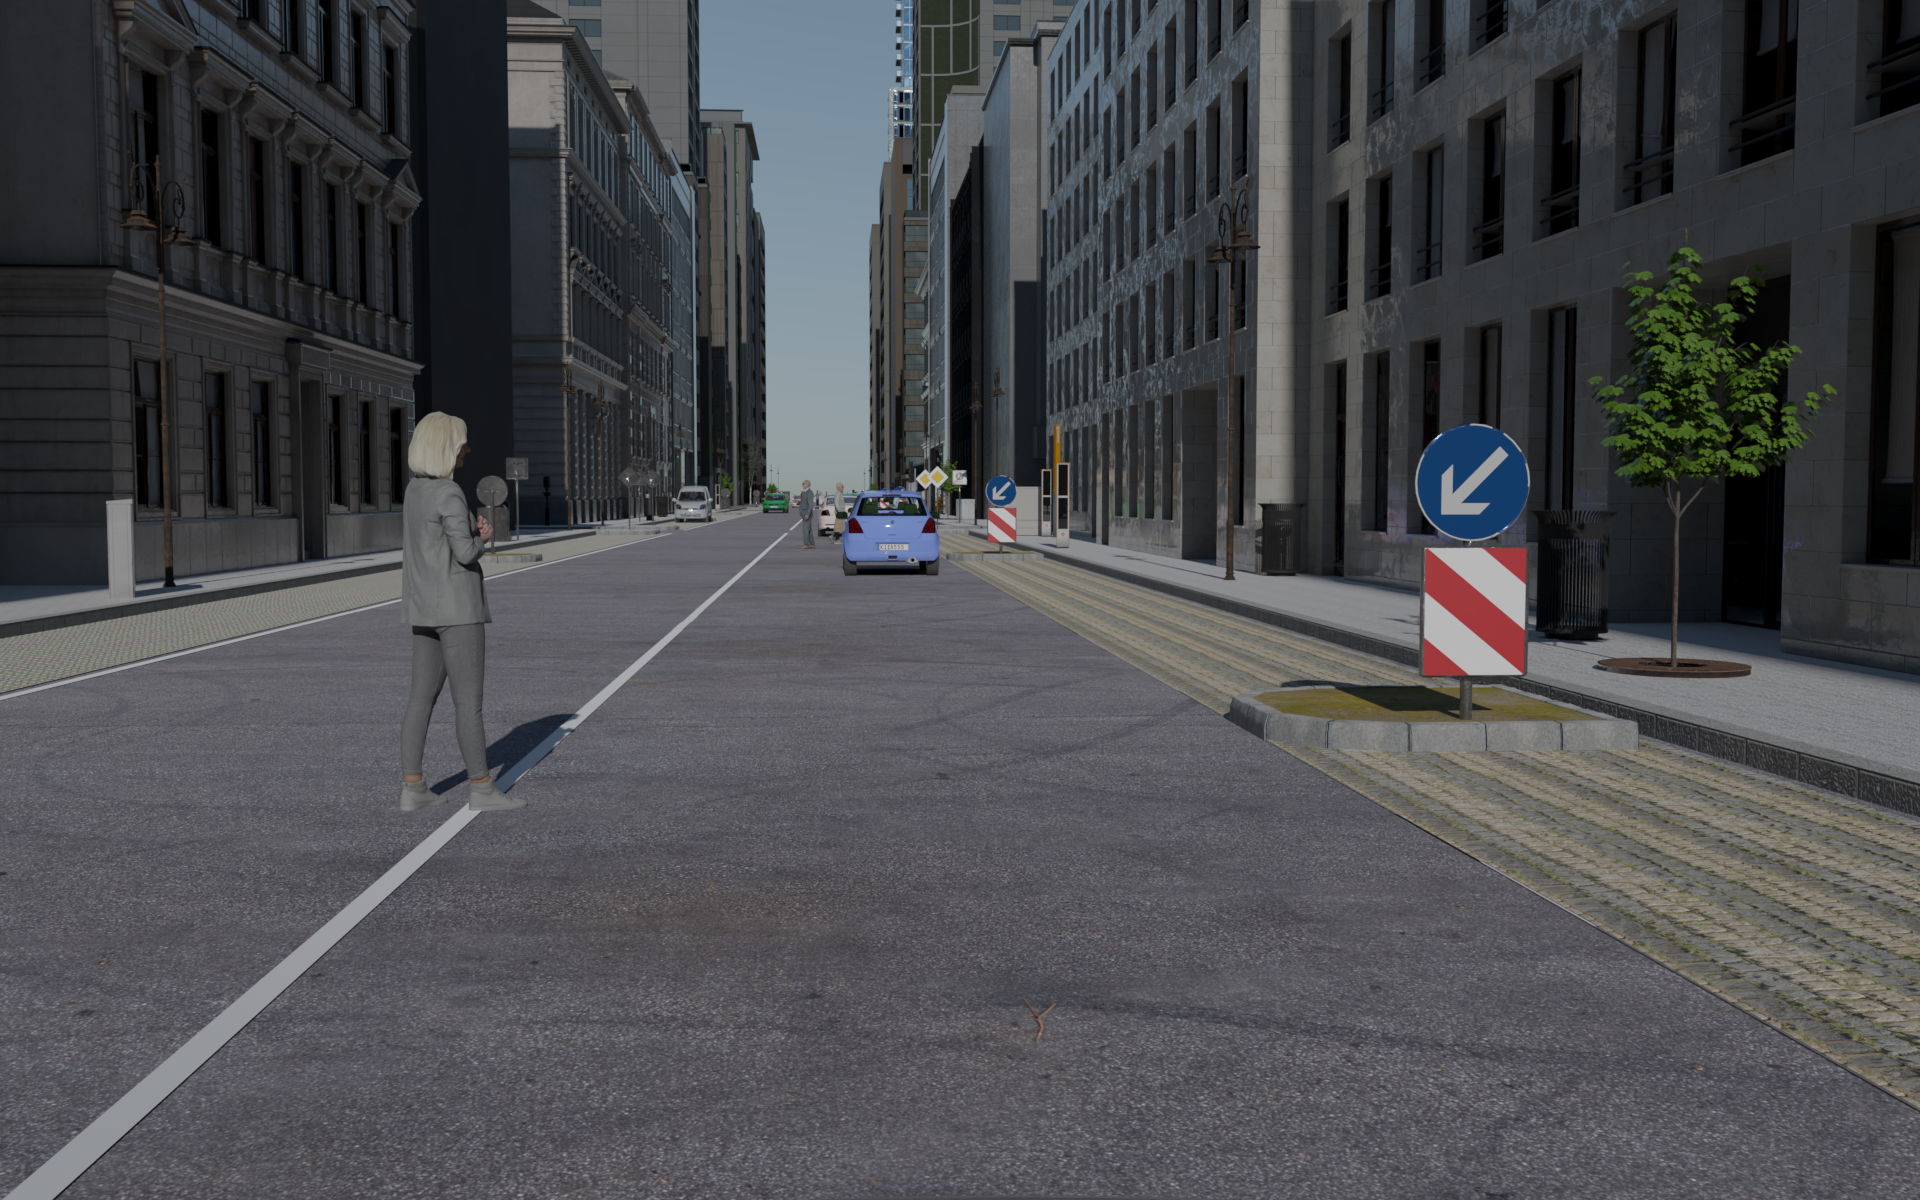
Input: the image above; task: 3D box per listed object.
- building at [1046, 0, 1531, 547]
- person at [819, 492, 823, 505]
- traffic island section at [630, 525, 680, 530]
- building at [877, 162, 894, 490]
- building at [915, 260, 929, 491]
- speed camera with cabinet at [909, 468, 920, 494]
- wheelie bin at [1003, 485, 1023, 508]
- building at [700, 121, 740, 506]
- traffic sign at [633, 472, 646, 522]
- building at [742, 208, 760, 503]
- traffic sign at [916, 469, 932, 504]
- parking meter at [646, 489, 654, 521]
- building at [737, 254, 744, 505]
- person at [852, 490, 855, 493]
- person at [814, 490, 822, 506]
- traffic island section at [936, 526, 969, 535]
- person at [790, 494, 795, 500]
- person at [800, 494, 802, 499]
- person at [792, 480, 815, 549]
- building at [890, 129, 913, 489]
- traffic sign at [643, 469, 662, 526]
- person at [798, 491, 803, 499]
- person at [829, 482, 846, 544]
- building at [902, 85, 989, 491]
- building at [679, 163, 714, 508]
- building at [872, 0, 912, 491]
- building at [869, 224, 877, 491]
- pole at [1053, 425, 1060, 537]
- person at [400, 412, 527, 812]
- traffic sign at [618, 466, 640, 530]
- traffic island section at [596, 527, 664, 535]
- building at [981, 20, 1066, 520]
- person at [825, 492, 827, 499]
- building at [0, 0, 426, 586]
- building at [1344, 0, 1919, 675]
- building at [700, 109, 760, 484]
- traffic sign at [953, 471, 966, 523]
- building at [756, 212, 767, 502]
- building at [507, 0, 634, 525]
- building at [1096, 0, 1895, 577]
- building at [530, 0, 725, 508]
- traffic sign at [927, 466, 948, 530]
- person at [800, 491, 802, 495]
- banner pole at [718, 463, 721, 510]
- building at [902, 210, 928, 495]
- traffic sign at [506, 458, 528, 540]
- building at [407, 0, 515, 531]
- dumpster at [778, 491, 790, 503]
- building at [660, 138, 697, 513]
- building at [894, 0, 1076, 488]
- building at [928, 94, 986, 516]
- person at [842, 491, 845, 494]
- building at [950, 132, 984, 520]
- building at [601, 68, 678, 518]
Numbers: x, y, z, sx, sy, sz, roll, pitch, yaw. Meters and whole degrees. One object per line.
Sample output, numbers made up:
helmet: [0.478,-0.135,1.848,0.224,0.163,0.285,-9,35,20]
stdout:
building: [8.860,-12.121,52.924,10.420,20.320,16.860,0,4,-4]
person: [-18.695,-13.650,232.342,0.551,1.740,0.621,-2,4,-34]
traffic island section: [-12.341,-2.886,69.462,2.009,0.180,2.903,0,4,-4]
building: [-0.193,-37.734,240.646,21.300,48.544,21.600,0,4,-4]
building: [2.775,-18.252,134.578,11.583,22.565,21.152,0,4,-4]
speed camera with cabinet: [-3.543,-8.573,134.506,0.660,3.252,2.038,1,4,9]
wheelie bin: [1.884,-3.142,59.273,0.980,1.594,0.693,-1,4,-21]
building: [-31.112,-30.647,184.672,14.154,41.232,14.086,0,4,-4]
traffic sign: [-14.730,-4.738,79.602,0.606,2.300,0.079,0,4,4]
building: [-37.620,-37.449,262.401,14.600,45.320,14.200,0,4,-4]
traffic sign: [-1.403,-4.070,70.190,0.795,2.450,0.064,0,4,-4]
parking meter: [-14.974,-4.601,83.631,0.372,1.533,0.369,0,3,0]
building: [-32.533,-26.190,199.903,14.160,30.474,14.107,0,4,-4]
person: [-9.168,-8.626,149.532,0.705,1.824,1.348,-2,4,-25]
person: [-14.465,-10.224,175.643,1.348,1.826,0.705,3,5,39]
traffic island section: [-0.788,-2.448,62.306,2.009,0.180,2.903,0,4,-4]
person: [-18.219,-10.952,190.782,0.991,1.433,0.599,0,4,6]
person: [-15.611,-9.743,171.059,0.557,1.426,1.065,-1,4,-19]
person: [-4.087,-2.246,45.397,0.590,1.801,0.661,-1,4,-17]
building: [-1.332,-34.441,213.215,14.600,45.320,14.200,0,4,-4]
traffic sign: [-12.318,-4.022,69.402,0.795,2.450,0.064,0,4,-4]
person: [-15.947,-10.103,174.479,0.721,1.735,1.217,-3,4,-36]
person: [-3.506,-2.489,49.679,0.515,1.767,0.782,0,4,-4]
building: [10.841,-28.578,159.131,32.217,40.220,23.993,0,4,-4]
building: [-29.073,-23.163,150.414,14.160,30.474,14.107,0,4,-4]
building: [-2.055,-58.288,265.673,22.319,86.520,31.000,0,4,-4]
building: [-4.425,-40.946,293.172,21.300,48.544,21.600,0,4,-4]
pole: [2.862,-3.505,51.157,0.158,3.312,0.155,0,3,0]
person: [-2.320,0.046,7.939,0.526,1.800,0.537,-2,4,-32]
traffic sign: [-11.727,-3.535,61.439,0.795,2.450,0.064,0,4,-4]
traffic island section: [-11.749,-2.399,61.499,2.009,0.180,2.903,0,4,-4]
building: [16.548,-15.900,79.036,30.058,24.678,14.314,0,4,-4]
person: [-19.616,-15.000,253.834,0.705,1.814,1.350,-1,4,-20]
building: [-17.185,-10.268,32.506,10.561,19.102,19.286,0,4,-4]
building: [11.409,-10.068,19.363,10.420,20.320,16.860,0,4,-4]
building: [-42.544,-39.836,240.559,28.713,52.752,27.495,0,4,-4]
traffic sign: [-0.013,-4.486,75.471,0.606,2.300,0.079,0,4,0]
building: [-42.482,-40.135,279.910,21.300,48.544,21.600,0,4,-4]
building: [-21.591,-15.331,79.538,11.050,23.489,19.941,0,4,-4]
building: [9.318,-11.091,36.083,10.420,20.320,16.860,0,4,-4]
building: [-33.328,-44.525,166.230,20.563,71.187,20.611,0,4,-4]
traffic sign: [-0.811,-3.583,62.227,0.795,2.450,0.064,0,4,-4]
person: [-21.207,-13.666,232.070,1.348,1.807,0.705,-2,4,-32]
banner pole: [-19.373,-9.149,139.606,0.401,3.779,0.863,1,4,12]
building: [1.004,-24.877,178.441,14.160,30.474,14.107,0,4,-4]
traffic sign: [-12.450,-2.849,48.714,0.606,2.300,0.079,0,4,-2]
building: [-22.942,-13.657,52.966,15.834,23.373,12.332,0,4,-4]
dumpster: [-26.162,-15.235,257.302,1.865,1.857,1.264,0,4,-3]
building: [-25.868,-18.766,124.840,12.078,24.808,19.932,0,4,-4]
building: [3.134,-46.274,194.834,20.563,71.187,20.611,0,4,-4]
building: [4.499,-18.047,113.095,12.078,24.808,19.932,0,4,-4]
person: [-12.567,-10.771,184.478,0.709,1.838,0.599,1,4,14]
building: [6.149,-16.213,94.768,12.332,23.373,15.834,0,4,-4]
building: [-23.816,-18.626,101.798,12.463,27.353,25.104,0,4,-4]
